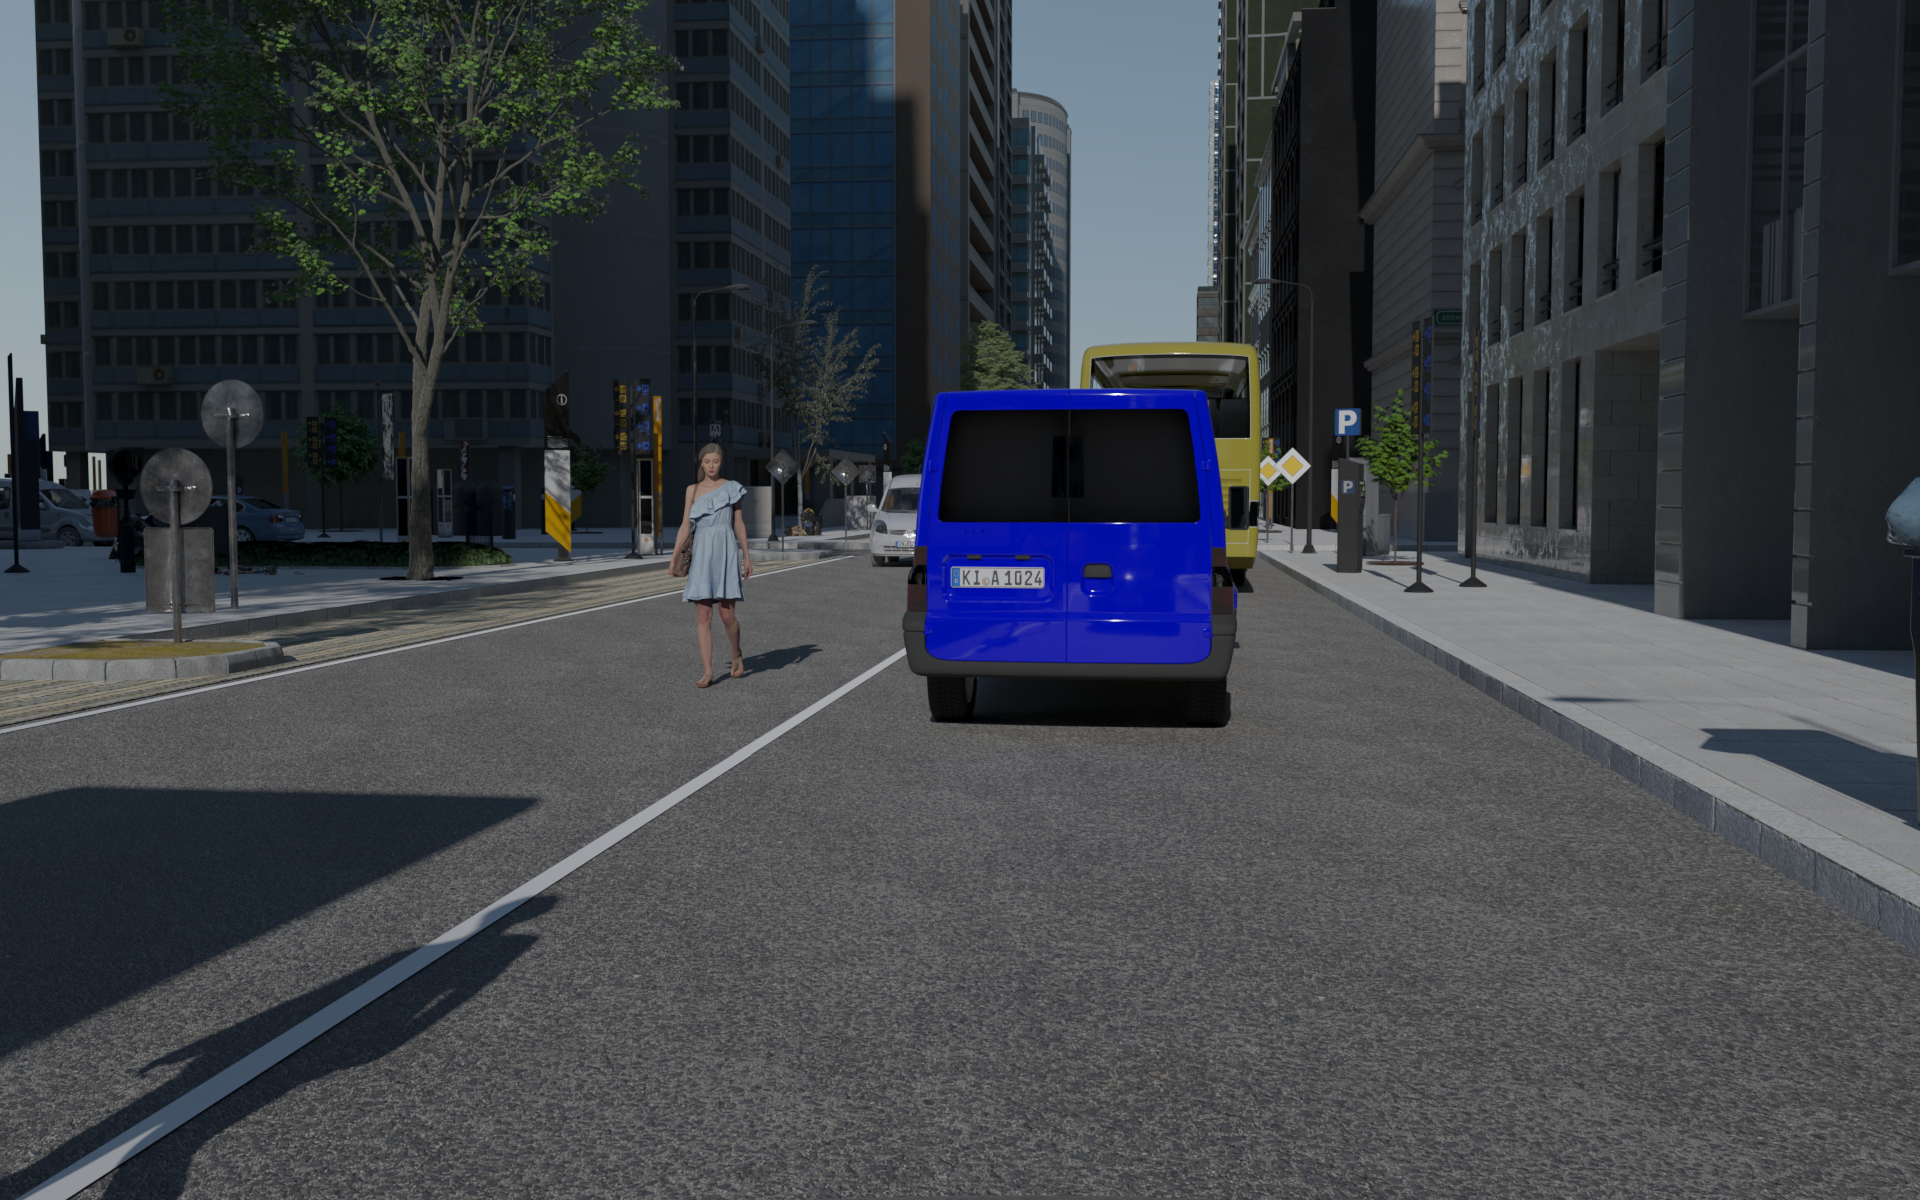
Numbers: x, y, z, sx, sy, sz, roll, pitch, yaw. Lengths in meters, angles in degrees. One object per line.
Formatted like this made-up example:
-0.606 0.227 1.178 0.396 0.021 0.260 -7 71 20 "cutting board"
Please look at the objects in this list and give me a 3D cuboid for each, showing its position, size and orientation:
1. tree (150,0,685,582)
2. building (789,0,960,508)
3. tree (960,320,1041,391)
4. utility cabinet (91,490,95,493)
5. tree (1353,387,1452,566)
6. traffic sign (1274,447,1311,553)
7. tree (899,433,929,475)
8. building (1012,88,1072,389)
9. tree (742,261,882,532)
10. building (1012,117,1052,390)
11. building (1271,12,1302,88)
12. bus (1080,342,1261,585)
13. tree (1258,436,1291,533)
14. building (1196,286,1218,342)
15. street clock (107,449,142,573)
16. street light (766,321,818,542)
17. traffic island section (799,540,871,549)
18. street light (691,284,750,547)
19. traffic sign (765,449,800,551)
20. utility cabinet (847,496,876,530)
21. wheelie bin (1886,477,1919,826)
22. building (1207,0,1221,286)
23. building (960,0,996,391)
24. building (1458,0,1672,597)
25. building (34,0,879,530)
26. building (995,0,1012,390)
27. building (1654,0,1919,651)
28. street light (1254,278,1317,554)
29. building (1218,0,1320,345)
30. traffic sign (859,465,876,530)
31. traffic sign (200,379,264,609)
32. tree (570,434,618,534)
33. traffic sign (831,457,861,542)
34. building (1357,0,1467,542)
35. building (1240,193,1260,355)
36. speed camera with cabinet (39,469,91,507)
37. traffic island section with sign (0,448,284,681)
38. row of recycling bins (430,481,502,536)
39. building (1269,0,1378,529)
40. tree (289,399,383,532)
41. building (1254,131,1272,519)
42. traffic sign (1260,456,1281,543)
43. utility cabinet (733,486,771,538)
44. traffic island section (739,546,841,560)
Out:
-7.887 -6.105 25.566 9.928 11.665 9.643 0 3 0 "tree"
-7.639 -27.459 99.073 14.600 45.320 14.200 0 4 6 "building"
1.836 -11.945 113.425 7.486 12.596 7.792 0 3 0 "tree"
-42.915 -4.788 86.957 1.173 1.500 0.318 -3 5 -42 "utility cabinet"
8.043 -2.249 31.373 1.663 3.219 1.824 0 3 0 "tree"
7.167 -2.064 37.393 0.795 2.450 0.064 0 4 6 "traffic sign"
-1.515 -6.422 88.705 4.285 4.588 4.351 0 3 0 "tree"
4.969 -43.468 252.697 21.231 58.520 28.212 0 4 6 "building"
-4.927 -6.418 55.301 4.360 8.622 3.978 0 3 0 "tree"
0.248 -36.902 222.950 23.786 49.044 30.456 0 4 6 "building"
37.331 -27.082 134.674 32.217 40.220 23.993 0 4 6 "building"
3.698 -2.359 30.122 2.896 3.916 12.252 0 4 7 "bus"
10.094 -3.842 57.425 1.663 3.219 1.824 0 3 0 "tree"
39.673 -28.625 239.716 14.160 30.474 14.107 0 4 6 "building"
-13.587 -1.447 28.228 0.471 2.002 0.358 -3 5 -42 "street clock"
-4.509 -4.528 46.566 1.470 5.913 1.316 0 4 6 "street light"
-3.093 -1.491 46.652 2.009 0.180 2.903 0 4 6 "traffic island section"
-5.356 -4.039 38.577 1.470 5.913 1.316 0 4 6 "street light"
-3.955 -2.141 38.652 0.795 2.450 0.064 0 4 6 "traffic sign"
-3.556 -3.135 62.414 1.020 1.237 0.306 1 4 17 "utility cabinet"
3.921 0.091 6.422 0.980 1.594 0.693 0 4 5 "wheelie bin"
46.276 -57.936 259.921 22.319 86.520 31.000 0 4 6 "building"
-8.843 -31.149 132.980 21.300 48.544 21.600 0 4 6 "building"
14.400 -10.466 25.865 10.420 20.320 16.860 0 4 6 "building"
-20.406 -23.286 72.611 32.217 40.220 23.993 0 4 6 "building"
-3.129 -44.984 173.732 20.563 71.187 20.611 0 4 6 "building"
11.165 -13.760 2.477 11.434 29.767 29.804 0 4 6 "building"
7.013 -3.965 37.361 1.470 5.913 1.316 0 4 6 "street light"
41.370 -47.828 220.245 20.563 71.187 20.611 0 4 6 "building"
-3.293 -3.630 61.482 0.606 2.300 0.079 1 4 11 "traffic sign"
-8.088 -1.170 19.235 0.768 2.556 0.104 1 4 10 "traffic sign"
-12.225 -3.775 56.323 1.663 3.219 1.824 0 3 0 "tree"
-3.068 -2.627 46.588 0.795 2.450 0.064 0 4 6 "traffic sign"
24.251 -16.108 50.755 23.554 28.519 14.401 0 4 6 "building"
23.656 -16.576 107.173 11.583 22.565 21.152 0 4 6 "building"
-31.674 -4.067 60.839 2.038 3.252 0.660 -2 4 -27 "speed camera with cabinet"
-6.721 -0.339 14.168 1.989 1.847 2.006 0 4 6 "traffic island section with sign"
-15.578 -2.858 53.840 3.534 1.692 1.069 2 4 33 "row of recycling bins"
19.184 -14.656 69.301 12.332 23.373 15.834 0 4 6 "building"
-21.282 -4.618 59.210 4.285 4.588 4.351 0 3 0 "tree"
20.274 -14.586 87.636 9.793 20.994 18.267 0 4 6 "building"
8.055 -2.550 45.329 0.795 2.450 0.064 0 4 6 "traffic sign"
-6.024 -2.551 50.382 1.173 1.500 0.318 0 4 -8 "utility cabinet"
-3.980 -1.005 38.717 2.009 0.180 2.903 0 4 6 "traffic island section"
